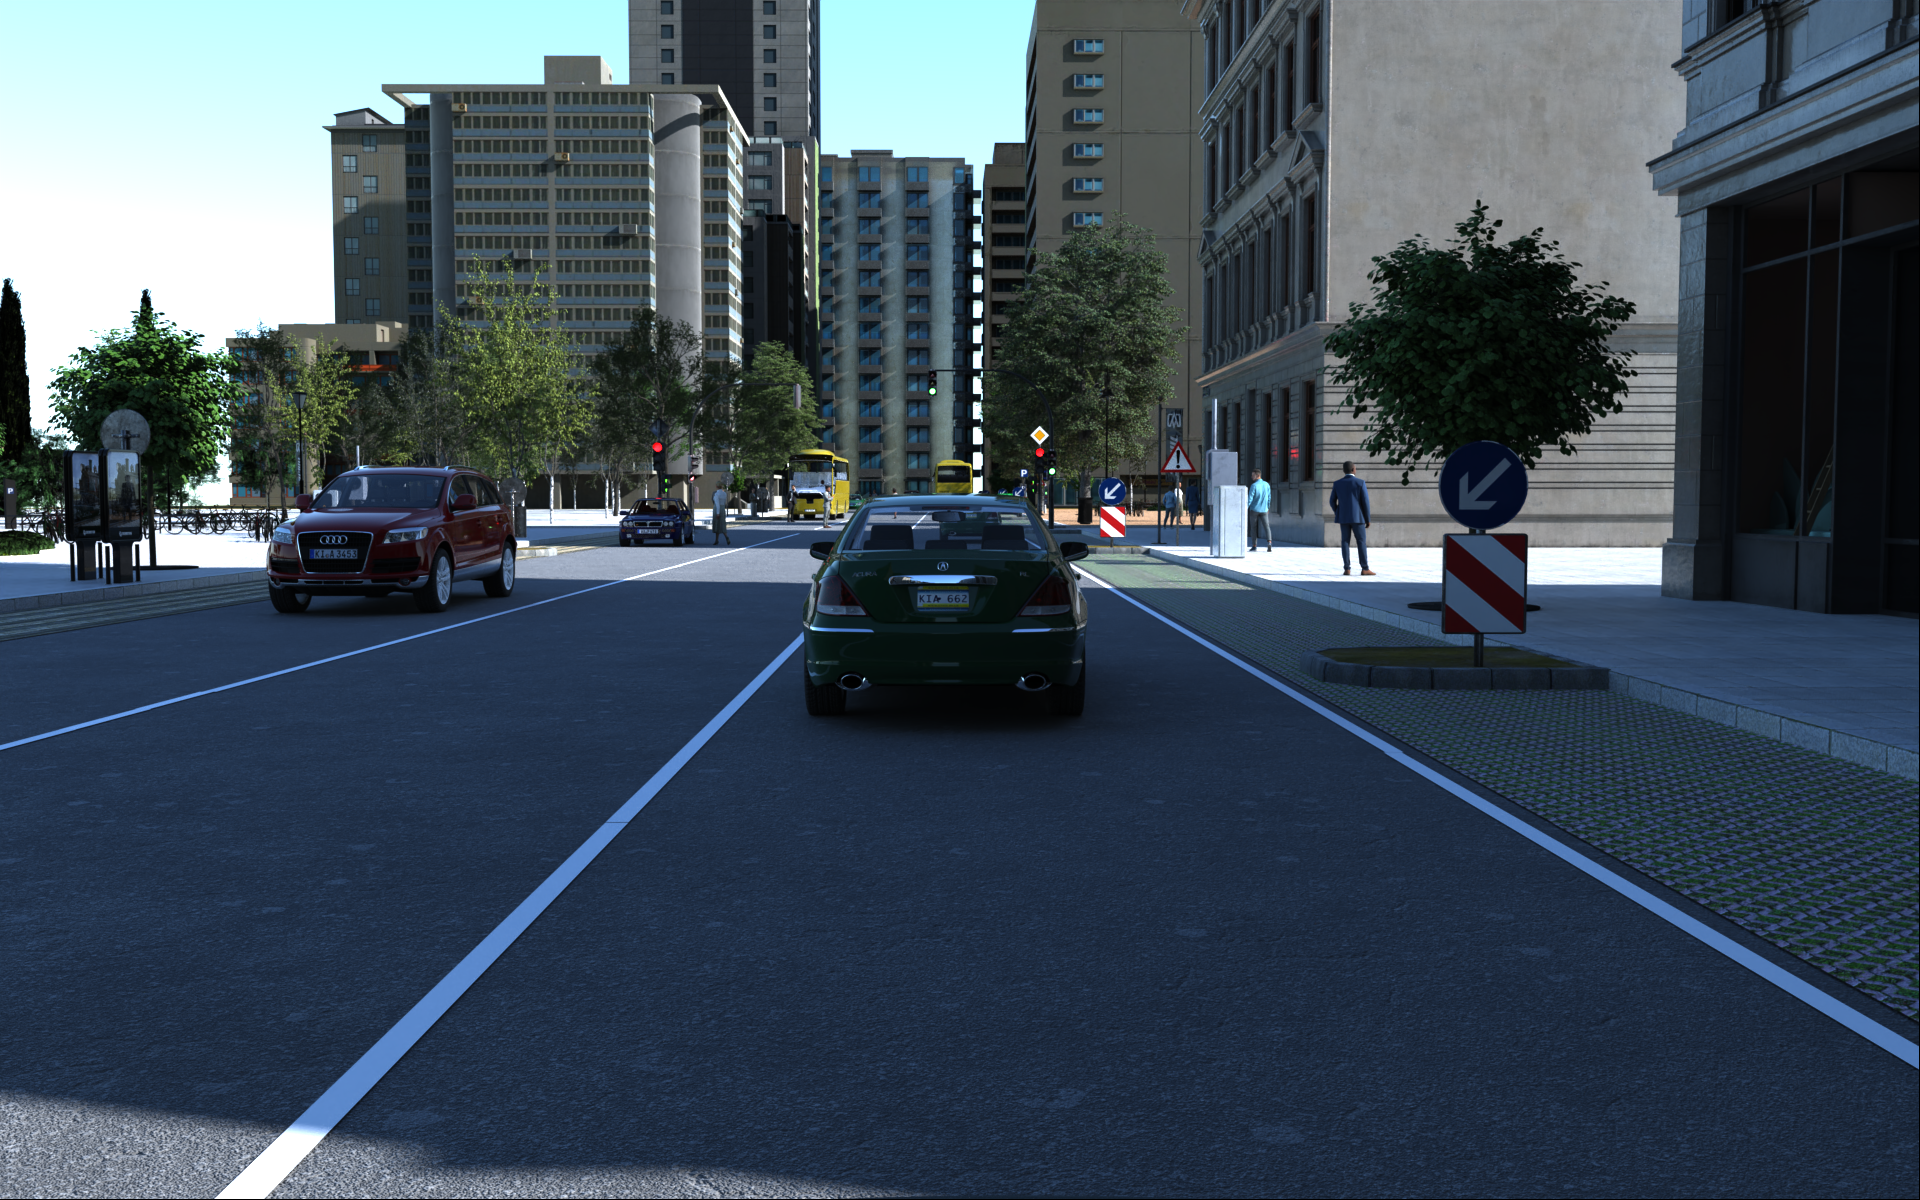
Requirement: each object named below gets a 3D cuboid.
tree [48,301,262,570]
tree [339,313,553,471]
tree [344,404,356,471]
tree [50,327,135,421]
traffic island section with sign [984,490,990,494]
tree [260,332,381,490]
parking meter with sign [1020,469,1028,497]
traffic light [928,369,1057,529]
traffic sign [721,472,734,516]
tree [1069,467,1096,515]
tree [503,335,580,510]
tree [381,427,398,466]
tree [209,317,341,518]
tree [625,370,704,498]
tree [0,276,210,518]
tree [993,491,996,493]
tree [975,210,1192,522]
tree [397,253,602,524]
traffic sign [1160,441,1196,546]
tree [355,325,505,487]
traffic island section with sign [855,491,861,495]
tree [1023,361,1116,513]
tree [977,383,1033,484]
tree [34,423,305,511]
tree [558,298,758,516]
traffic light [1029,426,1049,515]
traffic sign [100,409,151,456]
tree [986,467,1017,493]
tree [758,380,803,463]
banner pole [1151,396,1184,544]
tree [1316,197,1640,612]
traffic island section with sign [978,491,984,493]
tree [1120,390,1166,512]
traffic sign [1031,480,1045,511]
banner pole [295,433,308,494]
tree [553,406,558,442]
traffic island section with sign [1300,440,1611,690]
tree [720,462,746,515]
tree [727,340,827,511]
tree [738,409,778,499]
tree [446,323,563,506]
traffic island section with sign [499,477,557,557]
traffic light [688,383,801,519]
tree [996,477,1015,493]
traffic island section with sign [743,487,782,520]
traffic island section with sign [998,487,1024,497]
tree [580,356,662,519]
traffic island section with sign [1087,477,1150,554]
[{"bbox_3d":[-13.798,-2.812,29.686,4.285,4.588,4.351,0,3,0],"label":"tree"},{"bbox_3d":[-26.028,-9.429,88.574,8.767,10.594,7.601,0,4,-5],"label":"tree"},{"bbox_3d":[-38.637,-9.933,112.765,4.360,8.622,3.978,0,3,0],"label":"tree"},{"bbox_3d":[-36.422,-7.594,74.532,4.737,8.622,4.395,0,3,0],"label":"tree"},{"bbox_3d":[2.907,-6.998,123.039,1.989,1.847,2.006,0,4,0],"label":"traffic island section with sign"},{"bbox_3d":[-28.982,-7.784,77.629,4.737,8.622,4.395,0,3,0],"label":"tree"},{"bbox_3d":[4.497,-7.732,122.677,0.543,3.016,1.738,0,4,0],"label":"parking meter with sign"},{"bbox_3d":[1.222,-5.410,63.120,4.771,5.953,1.251,0,4,0],"label":"traffic light"},{"bbox_3d":[-13.340,-6.064,99.257,0.768,2.556,0.104,0,4,3],"label":"traffic sign"},{"bbox_3d":[7.497,-6.863,106.816,1.663,3.219,1.824,0,3,0],"label":"tree"},{"bbox_3d":[-20.475,-7.996,81.102,4.360,8.622,3.978,0,3,0],"label":"tree"},{"bbox_3d":[-39.832,-10.585,123.424,4.737,8.622,4.395,0,3,0],"label":"tree"},{"bbox_3d":[-35.928,-9.602,91.402,7.601,10.594,8.767,2,4,34],"label":"tree"},{"bbox_3d":[-24.303,-13.104,139.997,9.928,11.665,9.643,0,3,0],"label":"tree"},{"bbox_3d":[-56.606,-12.648,108.618,18.604,14.587,13.155,-1,4,-13],"label":"tree"},{"bbox_3d":[4.672,-13.246,211.165,1.663,3.219,1.824,0,3,0],"label":"tree"},{"bbox_3d":[5.664,-10.549,79.129,9.857,13.997,8.962,0,3,0],"label":"tree"},{"bbox_3d":[-13.658,-6.234,52.289,4.737,8.622,4.395,0,3,0],"label":"tree"},{"bbox_3d":[5.358,-2.605,42.597,0.884,2.594,0.081,0,4,3],"label":"traffic sign"},{"bbox_3d":[-22.873,-7.610,74.790,4.360,8.622,3.978,0,3,0],"label":"tree"},{"bbox_3d":[-11.701,-11.704,199.985,1.989,1.847,2.006,0,4,0],"label":"traffic island section with sign"},{"bbox_3d":[6.431,-8.523,89.707,4.737,8.622,4.395,0,3,0],"label":"tree"},{"bbox_3d":[5.320,-13.631,148.616,9.928,11.665,9.643,0,3,0],"label":"tree"},{"bbox_3d":[-58.411,-9.966,125.846,11.467,7.101,20.602,2,4,33],"label":"tree"},{"bbox_3d":[-14.239,-9.085,82.950,7.601,10.594,8.767,0,4,1],"label":"tree"},{"bbox_3d":[3.252,-5.036,71.263,0.839,4.253,0.868,0,4,0],"label":"traffic light"},{"bbox_3d":[-12.488,-1.579,25.921,0.768,2.556,0.104,0,4,3],"label":"traffic sign"},{"bbox_3d":[4.592,-12.822,193.349,4.285,4.588,4.351,0,3,0],"label":"tree"},{"bbox_3d":[-14.321,-10.858,111.941,8.767,10.594,7.601,-1,4,-22],"label":"tree"},{"bbox_3d":[5.341,-3.330,44.456,0.863,3.779,0.401,-1,4,-14],"label":"banner pole"},{"bbox_3d":[5.758,-2.184,19.421,4.285,4.588,4.351,0,3,0],"label":"tree"},{"bbox_3d":[2.301,-11.710,200.083,1.989,1.847,2.006,0,4,0],"label":"traffic island section with sign"},{"bbox_3d":[12.368,-10.532,122.555,4.360,8.622,3.978,0,3,0],"label":"tree"},{"bbox_3d":[4.787,-6.499,106.269,0.884,2.594,0.081,0,4,6],"label":"traffic sign"},{"bbox_3d":[-26.806,-4.930,70.622,0.863,3.779,0.401,2,4,33],"label":"banner pole"},{"bbox_3d":[-19.748,-10.075,99.134,8.767,10.594,7.601,-1,4,-21],"label":"tree"},{"bbox_3d":[3.746,-0.300,13.540,1.989,1.847,2.006,0,4,0],"label":"traffic island section with sign"},{"bbox_3d":[-13.852,-6.776,105.381,1.663,3.219,1.824,0,3,0],"label":"tree"},{"bbox_3d":[-13.566,-12.845,128.147,7.486,12.596,7.792,0,3,0],"label":"tree"},{"bbox_3d":[-16.688,-11.793,143.177,4.360,8.622,3.978,0,3,0],"label":"tree"},{"bbox_3d":[-29.982,-12.051,115.166,7.486,12.596,7.792,0,3,0],"label":"tree"},{"bbox_3d":[-10.477,-1.936,40.288,1.989,1.847,2.006,0,4,0],"label":"traffic island section with sign"},{"bbox_3d":[-8.918,-5.903,71.189,4.771,5.953,1.251,0,4,0],"label":"traffic light"},{"bbox_3d":[4.676,-10.962,173.830,1.663,3.219,1.824,0,3,0],"label":"tree"},{"bbox_3d":[-10.914,-5.336,95.877,1.989,1.847,2.006,0,4,0],"label":"traffic island section with sign"},{"bbox_3d":[3.100,-5.342,95.975,1.989,1.847,2.006,0,4,0],"label":"traffic island section with sign"},{"bbox_3d":[-18.462,-8.596,90.902,4.360,8.622,3.978,0,3,0],"label":"tree"},{"bbox_3d":[3.520,-2.044,42.053,1.989,1.847,2.006,0,4,0],"label":"traffic island section with sign"}]
